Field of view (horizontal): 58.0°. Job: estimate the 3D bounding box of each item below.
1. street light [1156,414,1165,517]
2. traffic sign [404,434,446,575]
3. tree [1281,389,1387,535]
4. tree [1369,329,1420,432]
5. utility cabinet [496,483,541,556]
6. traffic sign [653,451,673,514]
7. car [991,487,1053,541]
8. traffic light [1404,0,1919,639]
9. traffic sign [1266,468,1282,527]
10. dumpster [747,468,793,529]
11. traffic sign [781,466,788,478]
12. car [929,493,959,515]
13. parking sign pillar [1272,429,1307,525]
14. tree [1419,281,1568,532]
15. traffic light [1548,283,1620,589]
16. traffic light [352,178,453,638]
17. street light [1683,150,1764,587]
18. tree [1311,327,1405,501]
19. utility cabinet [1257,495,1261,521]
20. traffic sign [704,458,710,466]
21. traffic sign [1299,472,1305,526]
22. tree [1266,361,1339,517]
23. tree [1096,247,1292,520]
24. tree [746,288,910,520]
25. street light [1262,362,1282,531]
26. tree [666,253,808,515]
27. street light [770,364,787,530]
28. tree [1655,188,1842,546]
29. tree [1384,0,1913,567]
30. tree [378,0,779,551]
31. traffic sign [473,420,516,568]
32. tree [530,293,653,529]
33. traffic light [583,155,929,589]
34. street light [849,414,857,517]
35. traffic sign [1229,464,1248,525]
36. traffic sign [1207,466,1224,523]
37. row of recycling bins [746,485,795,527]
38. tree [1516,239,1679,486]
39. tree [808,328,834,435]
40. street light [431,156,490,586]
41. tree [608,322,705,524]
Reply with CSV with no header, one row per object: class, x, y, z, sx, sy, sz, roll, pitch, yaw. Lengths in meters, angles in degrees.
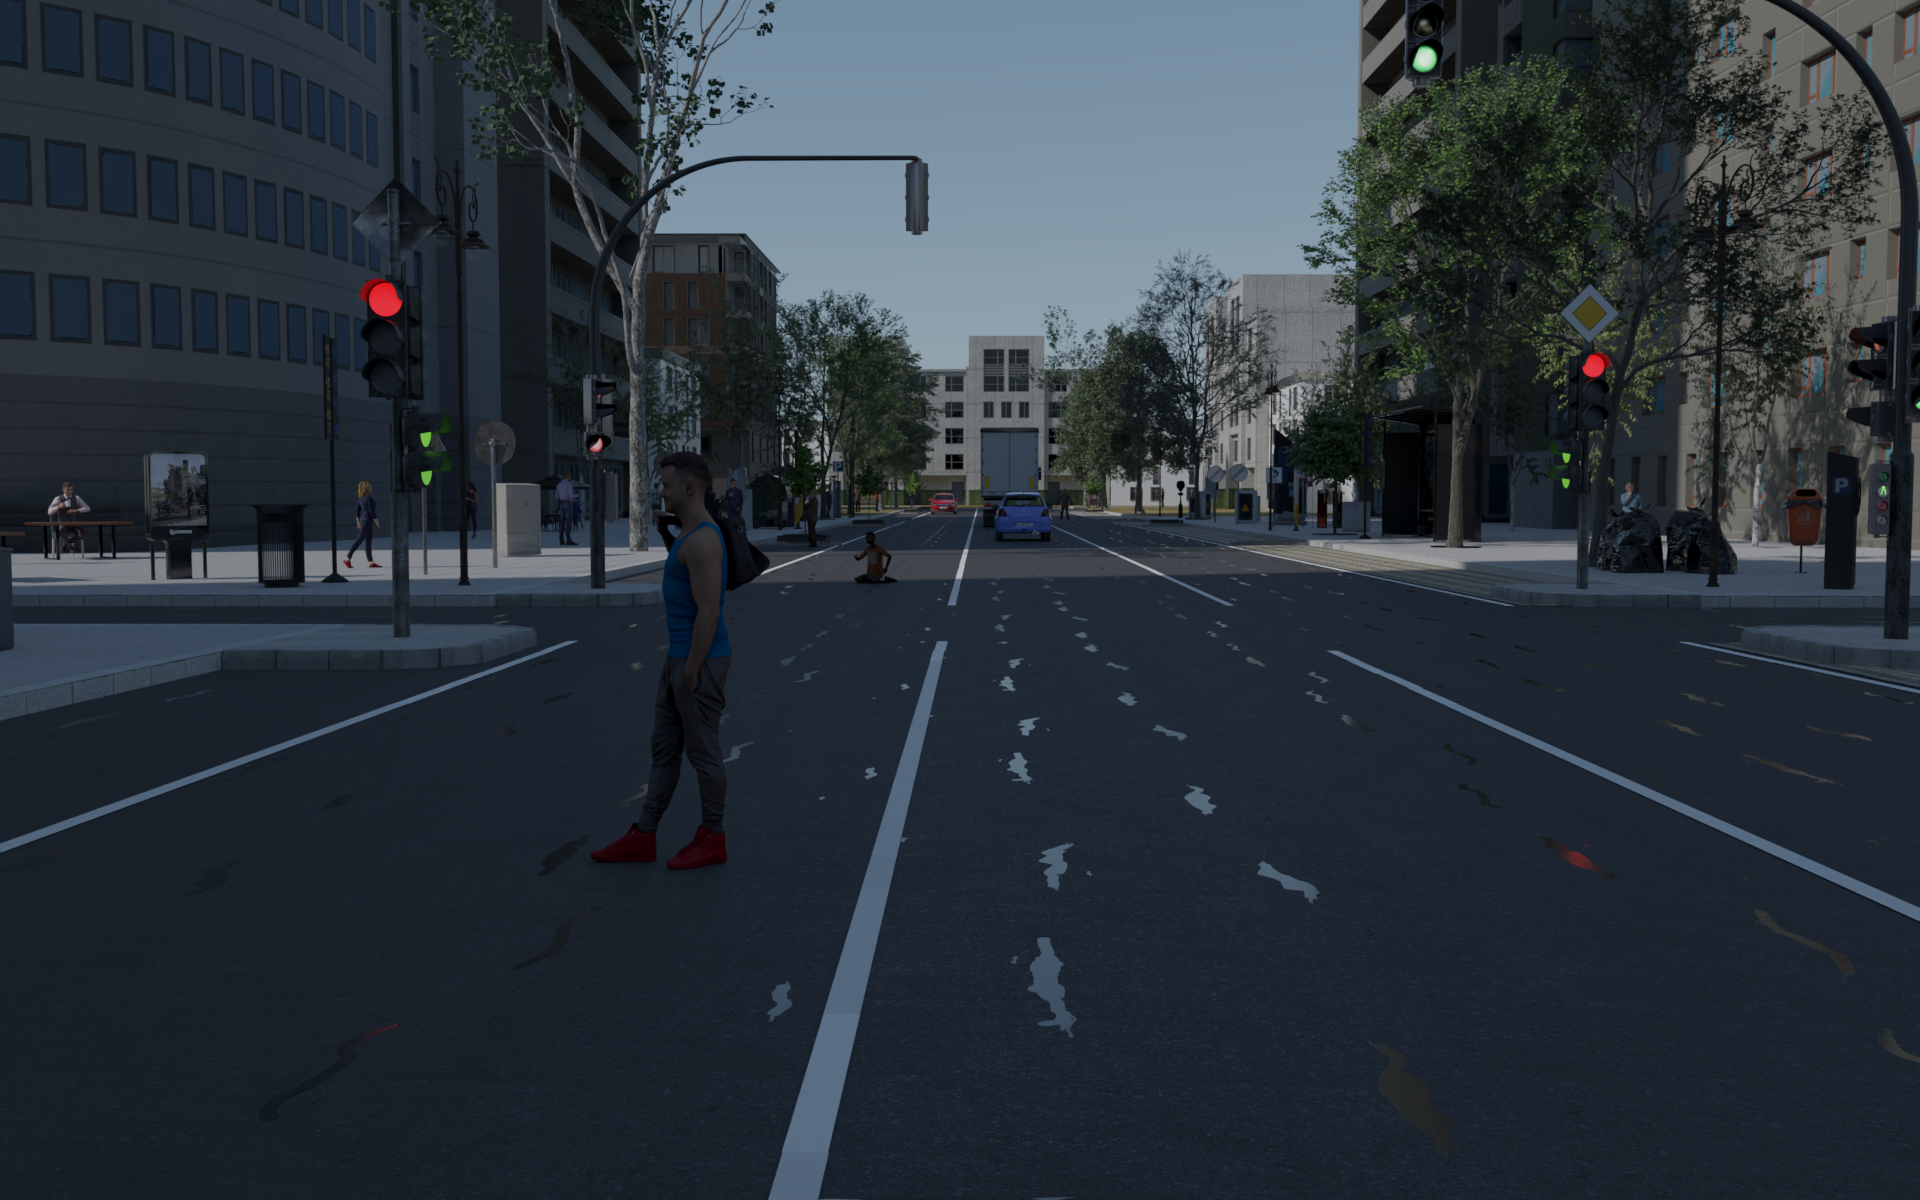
street light,11.326,-7.654,97.935,0.468,5.910,1.993,0,4,1
traffic sign,-8.498,-1.680,27.471,0.884,2.594,0.081,0,4,7
tree,11.849,-4.324,54.409,4.285,4.588,4.351,0,3,0
tree,18.560,-7.199,68.069,4.360,8.622,3.978,0,3,0
utility cabinet,-9.085,-1.650,35.652,0.318,1.500,1.173,1,4,21
traffic sign,-8.621,-3.100,50.793,0.768,2.556,0.104,0,4,7
car,1.939,-2.713,53.941,1.945,1.707,3.694,0,4,0
traffic light,6.193,-2.477,15.172,4.771,5.953,1.251,0,4,1
traffic sign,12.022,-3.930,66.383,0.606,2.300,0.079,0,4,5
dumpster,-7.066,-3.780,64.301,1.502,2.255,1.985,0,4,1
traffic sign,-7.784,-4.713,77.161,0.768,2.556,0.104,0,4,8
car,-1.109,-6.948,122.632,2.155,1.783,4.494,0,4,1
parking sign pillar,13.674,-5.095,71.776,1.447,3.967,1.447,-1,4,-19
tree,18.658,-6.625,58.677,4.360,8.622,3.978,0,3,0
traffic light,8.383,-2.101,23.273,0.839,4.253,0.868,0,4,1
traffic light,-4.995,-1.622,15.433,0.839,4.253,0.868,0,4,1
street light,10.415,-3.119,23.782,0.468,5.910,1.993,0,4,1
tree,17.441,-7.674,75.834,4.737,8.622,4.395,0,3,0
utility cabinet,13.601,-4.298,81.436,1.020,1.237,0.306,0,4,5
traffic sign,-8.588,-3.467,56.798,0.768,2.556,0.104,0,4,5
traffic sign,13.588,-4.184,68.518,0.768,2.556,0.104,0,4,3
tree,19.133,-8.902,95.917,4.360,8.622,3.978,0,3,0
tree,11.805,-10.763,86.345,12.009,13.543,11.850,0,3,0
tree,-6.662,-9.821,86.324,9.928,11.665,9.643,0,3,0
street light,10.916,-5.381,60.771,0.468,5.910,1.993,0,4,1
tree,-7.019,-6.304,53.433,4.360,8.622,3.978,0,3,0
street light,-6.375,-5.405,61.153,0.468,5.910,1.993,0,4,1
tree,19.534,-5.636,42.519,4.360,8.622,3.978,0,3,0
tree,11.254,-5.832,29.765,8.767,10.594,7.601,-1,4,-20
tree,-8.501,-11.198,38.978,12.611,20.169,13.585,0,3,0
traffic sign,-8.069,-1.828,29.995,0.768,2.556,0.104,0,4,6
tree,-13.776,-6.947,63.952,4.360,8.622,3.978,0,3,0
traffic light,-2.805,-2.982,23.427,4.771,5.953,1.251,0,4,1
street light,-6.042,-7.667,98.143,0.468,5.910,1.993,0,4,1
traffic sign,11.726,-4.454,72.936,0.768,2.556,0.104,0,4,8
traffic sign,11.430,-4.736,77.532,0.768,2.556,0.104,0,4,6
row of recycling bins,-7.833,-3.721,67.945,3.534,1.692,1.069,3,5,42
tree,17.803,-6.008,48.594,4.737,8.622,4.395,0,3,0
tree,-7.117,-7.390,71.185,4.360,8.622,3.978,0,3,0
street light,-6.967,-3.142,24.165,0.468,5.910,1.993,0,4,1
tree,-12.885,-7.497,72.943,4.737,8.622,4.395,0,3,0
